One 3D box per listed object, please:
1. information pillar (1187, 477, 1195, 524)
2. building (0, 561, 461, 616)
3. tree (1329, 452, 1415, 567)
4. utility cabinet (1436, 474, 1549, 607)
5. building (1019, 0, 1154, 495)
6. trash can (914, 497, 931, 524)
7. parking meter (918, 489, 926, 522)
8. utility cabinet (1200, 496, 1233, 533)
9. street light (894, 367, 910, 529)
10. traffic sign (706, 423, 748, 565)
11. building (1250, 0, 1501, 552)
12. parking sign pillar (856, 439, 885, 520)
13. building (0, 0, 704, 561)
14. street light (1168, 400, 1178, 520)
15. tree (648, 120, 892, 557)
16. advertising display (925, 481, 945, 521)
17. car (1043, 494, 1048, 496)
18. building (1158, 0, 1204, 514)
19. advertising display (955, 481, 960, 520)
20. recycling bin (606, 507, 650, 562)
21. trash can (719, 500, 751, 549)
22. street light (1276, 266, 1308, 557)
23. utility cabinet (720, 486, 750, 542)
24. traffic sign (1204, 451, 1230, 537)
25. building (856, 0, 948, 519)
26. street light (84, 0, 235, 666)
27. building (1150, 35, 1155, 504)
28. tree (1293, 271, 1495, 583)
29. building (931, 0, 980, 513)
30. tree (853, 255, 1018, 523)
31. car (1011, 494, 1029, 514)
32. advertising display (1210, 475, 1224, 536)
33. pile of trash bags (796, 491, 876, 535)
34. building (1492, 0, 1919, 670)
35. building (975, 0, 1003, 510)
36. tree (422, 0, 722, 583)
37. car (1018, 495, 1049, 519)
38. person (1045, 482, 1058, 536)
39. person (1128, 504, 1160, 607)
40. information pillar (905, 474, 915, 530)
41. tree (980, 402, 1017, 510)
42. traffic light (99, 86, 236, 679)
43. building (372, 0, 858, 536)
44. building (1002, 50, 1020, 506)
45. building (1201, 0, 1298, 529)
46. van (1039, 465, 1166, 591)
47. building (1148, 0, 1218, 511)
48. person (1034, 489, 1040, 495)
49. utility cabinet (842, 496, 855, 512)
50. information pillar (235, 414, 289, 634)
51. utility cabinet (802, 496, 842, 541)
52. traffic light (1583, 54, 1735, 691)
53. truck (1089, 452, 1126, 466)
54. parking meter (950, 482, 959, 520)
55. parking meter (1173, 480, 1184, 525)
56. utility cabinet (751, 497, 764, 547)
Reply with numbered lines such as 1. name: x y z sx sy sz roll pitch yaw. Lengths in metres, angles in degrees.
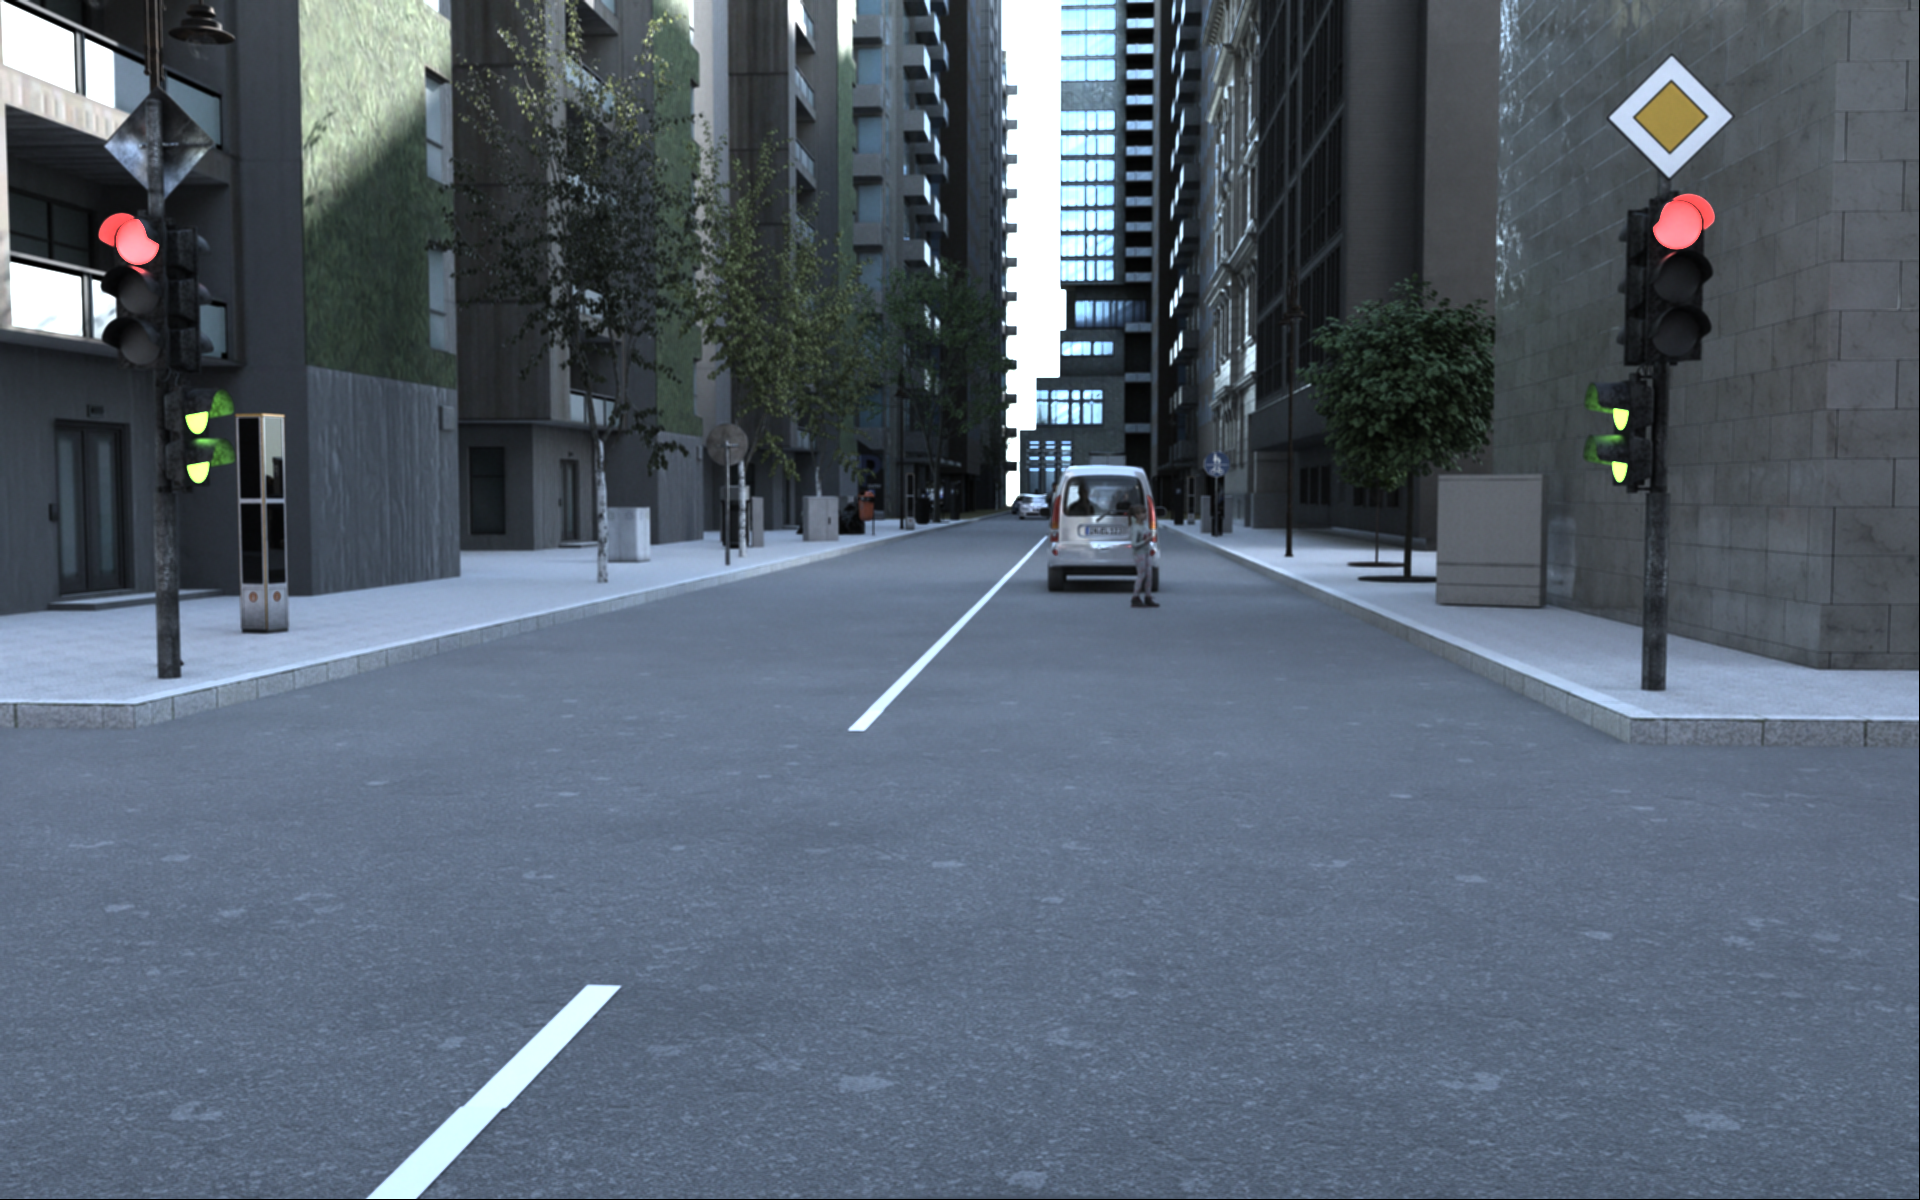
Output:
1. information pillar: 9.783 -4.208 73.296 0.304 2.012 0.304 0 4 4
2. building: -15.255 -20.533 19.316 14.154 41.232 14.086 0 4 4
3. tree: 7.562 -2.218 30.870 1.663 3.219 1.824 0 3 0
4. utility cabinet: 6.073 -0.678 19.772 1.173 1.500 0.318 2 4 32
5. building: 22.147 -53.033 179.765 31.000 86.520 22.319 0 4 4
6. trash can: -1.594 -3.794 73.682 0.748 1.137 0.748 0 3 0
7. parking meter: -1.750 -4.368 79.833 0.372 1.533 0.369 0 3 0
8. utility cabinet: 8.470 -2.814 57.166 1.020 1.237 0.306 -1 4 -11
9. street light: -2.131 -5.539 63.358 0.468 5.910 1.993 0 4 4
10. traffic sign: -4.195 -1.901 31.191 0.768 2.556 0.104 0 4 6
11. building: 16.594 -15.643 49.272 14.314 27.812 24.014 0 4 4
12. parking sign pillar: -4.445 -5.943 85.642 1.447 3.967 1.447 -2 4 -24
13. building: -14.751 -21.883 41.383 14.154 41.232 14.086 0 4 4
14. street light: 10.489 -6.888 85.407 0.468 5.910 1.993 0 4 4
15. tree: -4.188 -5.168 34.861 4.737 8.622 4.395 0 3 0
16. advertising display: -1.207 -4.810 83.858 0.974 1.923 0.123 1 4 21
17. car: 7.099 -7.771 136.849 2.009 1.686 4.222 0 4 6
18. building: 25.729 -30.371 116.174 23.786 49.044 30.456 0 4 4
19. advertising display: -0.121 -4.942 86.022 0.123 1.923 0.974 -1 4 -10
20. recycling bin: -6.323 -1.240 32.836 0.722 1.027 0.722 1 4 9
21. trash can: -5.301 -1.789 40.907 0.748 1.137 0.748 0 3 0
22. street light: 6.746 -3.826 35.337 0.468 5.910 1.993 0 4 4
23. utility cabinet: -6.004 -2.289 46.096 0.318 1.500 1.173 -2 4 -34
24. traffic sign: 7.664 -3.156 51.700 0.768 2.556 0.104 1 4 11
25. building: -12.403 -29.530 102.425 23.786 49.044 30.456 0 4 4
26. street light: -5.904 -2.446 12.772 0.468 5.910 1.993 0 4 4
27. building: 23.935 -28.713 153.048 14.154 41.232 14.086 0 4 4
28. tree: 6.588 -2.565 25.652 4.285 4.588 4.351 0 3 0
29. building: -5.863 -29.045 124.998 14.600 45.320 14.200 0 4 4
30. tree: -1.168 -9.247 76.938 9.928 11.665 9.643 0 3 0
31. car: 4.664 -6.865 124.245 2.014 1.417 4.499 0 4 4
32. advertising display: 7.900 -2.933 53.167 0.123 1.923 0.974 2 4 27
33. pile of trash bags: -3.708 -2.761 54.901 1.912 1.369 3.447 -3 4 -36
34. building: 15.041 -9.897 16.574 16.860 20.320 10.420 0 4 4
35. building: -6.982 -43.589 150.926 20.611 71.187 20.563 0 4 4
36. tree: -5.243 -4.544 24.657 4.360 8.622 3.978 0 3 0
37. car: 4.354 -5.336 99.608 2.083 1.381 4.827 0 4 3
38. person: 3.183 -2.980 57.213 0.794 1.824 0.713 2 4 32
39. person: 2.334 -0.560 21.930 0.394 1.301 0.425 1 4 18
40. information pillar: -1.800 -3.522 62.075 0.304 2.012 0.304 -1 4 -10
41. tree: 2.722 -11.366 136.200 4.360 8.622 3.978 0 3 0
42. traffic light: -5.504 -1.410 11.974 0.839 4.253 0.868 0 4 4
43. building: -11.686 -23.221 63.261 14.154 41.232 14.086 0 4 4
44. building: -8.904 -34.478 183.325 30.456 49.044 23.786 0 4 4
45. building: 17.865 -17.516 73.780 14.401 28.519 23.554 0 4 4
46. van: 2.216 -1.216 26.900 2.013 2.044 4.112 0 4 4
47. building: 22.628 -29.893 138.865 14.600 45.320 14.200 0 4 4
48. person: 6.643 -8.725 150.785 1.348 1.869 0.705 3 4 38
49. utility cabinet: -3.900 -3.003 60.255 0.306 1.237 1.020 -1 4 -19
50. information pillar: -6.451 -0.705 16.019 0.304 2.012 0.304 1 4 19
51. utility cabinet: -3.794 -2.207 47.248 1.020 1.237 0.306 -3 5 -39
52. traffic light: 4.531 -1.366 11.247 0.839 4.253 0.868 0 4 4
53. truck: 10.344 -8.082 121.059 2.839 4.237 11.283 0 4 5
54. parking meter: -0.269 -4.864 85.245 0.255 1.863 0.399 -3 5 -42
55. parking meter: 9.120 -4.070 72.253 0.399 1.863 0.255 1 4 18
56. utility cabinet: -4.931 -1.901 42.239 0.306 1.237 1.020 0 4 -7
